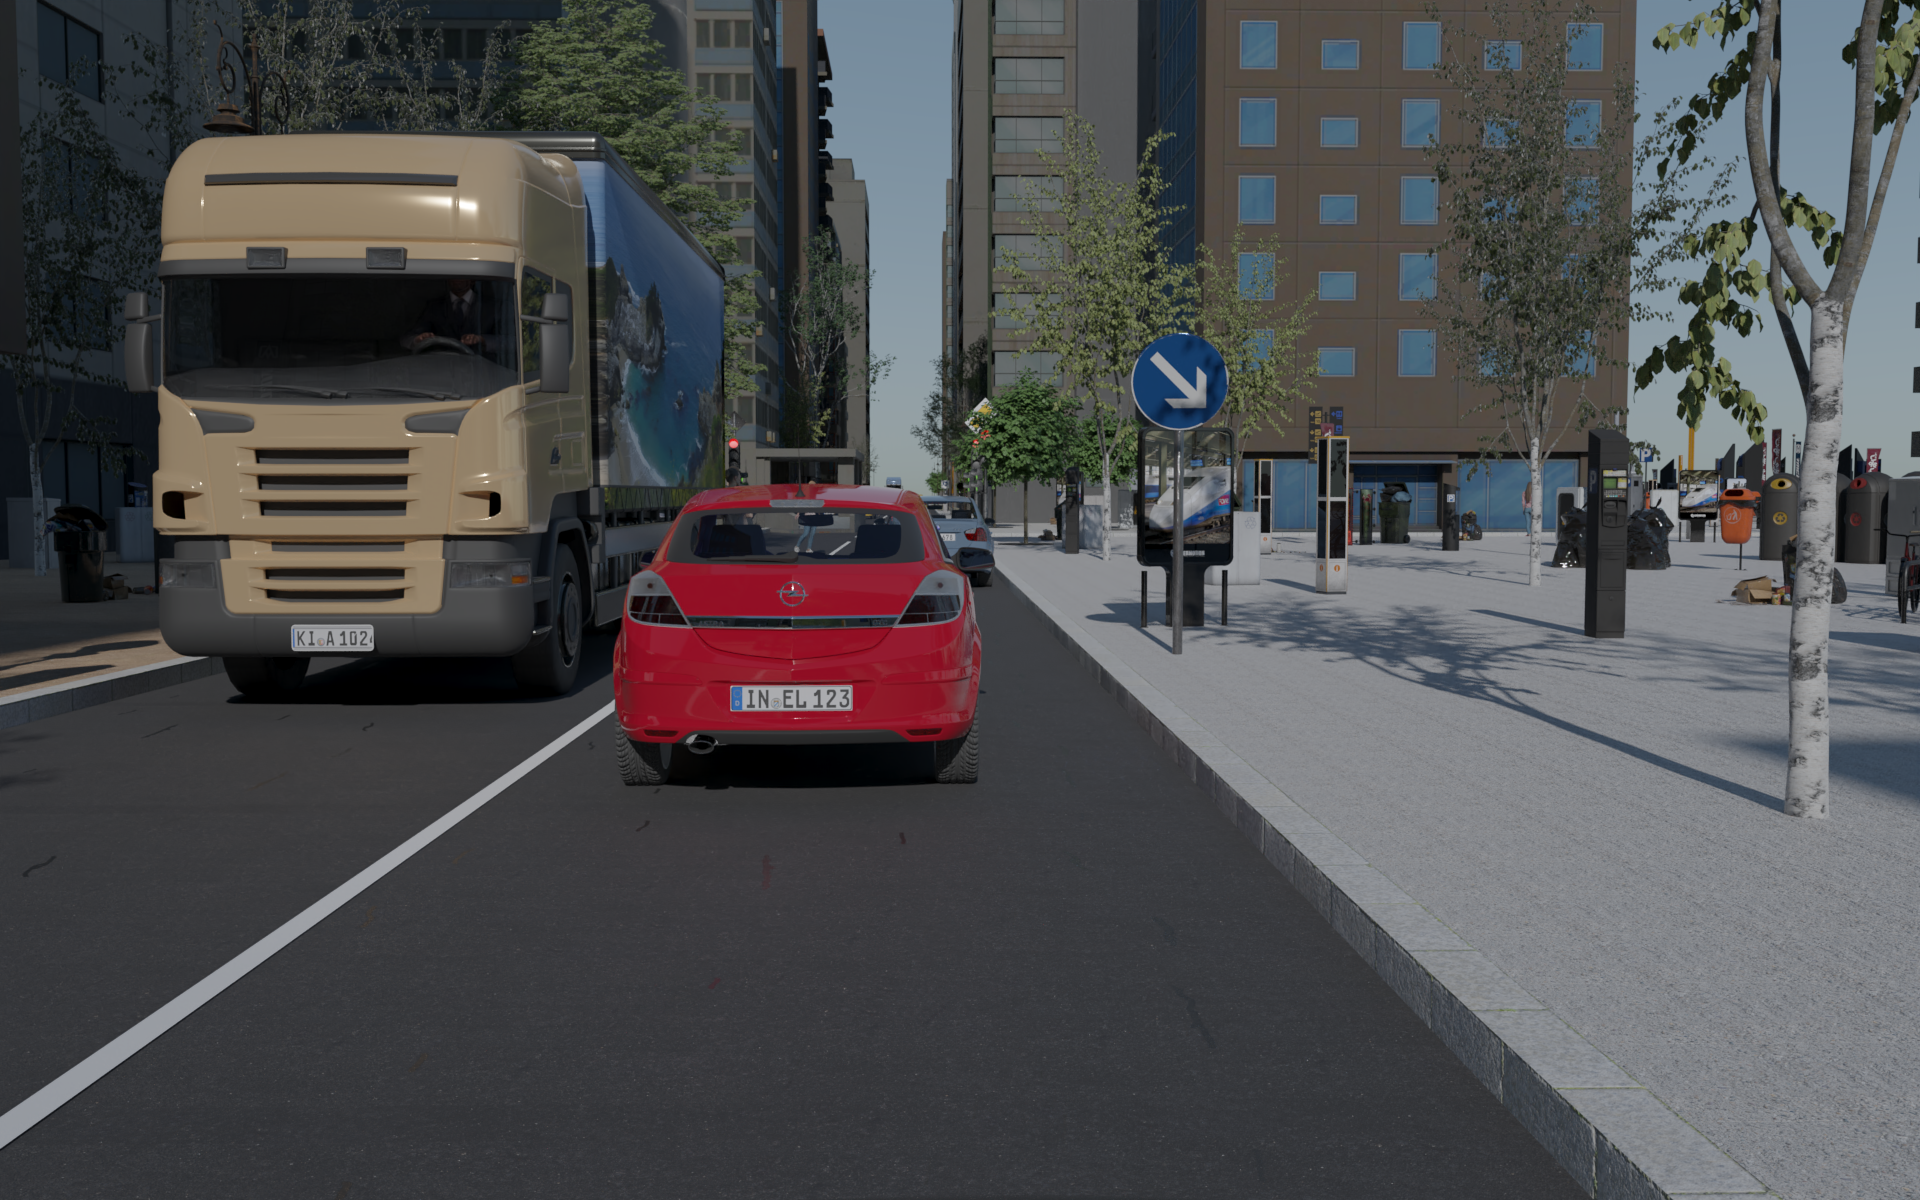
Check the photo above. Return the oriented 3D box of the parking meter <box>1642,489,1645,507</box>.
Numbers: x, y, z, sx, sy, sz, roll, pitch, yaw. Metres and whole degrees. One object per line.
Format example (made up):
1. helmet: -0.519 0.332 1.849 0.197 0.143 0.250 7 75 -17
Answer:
1. parking meter: 33.912 -4.762 86.271 0.372 1.533 0.369 0 3 0

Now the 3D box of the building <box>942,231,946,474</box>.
1. building: 4.001 -38.874 285.691 14.600 45.320 14.200 0 4 -1

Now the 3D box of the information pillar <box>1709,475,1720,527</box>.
1. information pillar: 29.190 -3.825 67.034 0.304 2.012 0.304 1 4 11

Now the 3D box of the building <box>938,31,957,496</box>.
1. building: 6.887 -50.724 267.594 20.563 71.187 20.611 0 4 -1

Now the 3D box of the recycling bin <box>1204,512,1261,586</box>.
1. recycling bin: 3.814 -0.740 24.652 0.722 1.027 0.722 -1 4 -14

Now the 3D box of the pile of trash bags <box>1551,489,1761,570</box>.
1. pile of trash bags: 11.950 -1.233 29.912 3.447 1.369 1.912 3 5 42

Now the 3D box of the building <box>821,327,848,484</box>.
1. building: -26.725 -21.149 190.825 27.650 21.520 28.899 0 4 -1

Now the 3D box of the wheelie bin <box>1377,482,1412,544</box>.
1. wheelie bin: 11.268 -2.260 44.866 0.693 1.594 0.980 -3 5 -43

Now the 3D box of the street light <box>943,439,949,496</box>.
1. street light: -0.896 -9.822 133.377 0.468 5.910 1.993 0 4 -1

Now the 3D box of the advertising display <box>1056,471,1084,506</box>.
1. advertising display: 3.098 -2.665 48.793 0.123 1.923 0.974 -3 5 -43

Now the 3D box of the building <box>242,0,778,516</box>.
1. building: -20.196 -23.112 69.764 32.217 40.220 23.993 0 4 -1

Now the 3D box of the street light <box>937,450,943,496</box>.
1. street light: -1.719 -11.911 167.535 0.468 5.910 1.993 0 4 -1

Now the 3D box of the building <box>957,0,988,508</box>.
1. building: 10.657 -32.065 147.957 21.300 48.544 21.600 0 4 -1

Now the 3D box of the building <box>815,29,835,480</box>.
1. building: -23.128 -30.993 161.364 22.147 44.769 28.867 0 4 -1

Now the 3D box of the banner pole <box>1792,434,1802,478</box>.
1. banner pole: 34.827 -5.026 72.195 0.863 3.779 0.401 -3 4 -37

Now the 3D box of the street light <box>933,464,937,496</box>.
1. street light: -2.677 -14.468 209.336 0.468 5.910 1.993 0 4 -1

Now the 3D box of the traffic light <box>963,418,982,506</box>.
1. traffic light: 0.531 -4.261 58.595 0.839 4.253 0.868 0 4 -1

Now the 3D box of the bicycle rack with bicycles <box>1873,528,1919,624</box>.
1. bicycle rack with bicycles: 10.382 -0.233 17.192 2.852 0.926 2.925 3 5 41

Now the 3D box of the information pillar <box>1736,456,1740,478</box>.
1. information pillar: 47.468 -6.993 105.697 0.183 3.616 0.504 0 4 2

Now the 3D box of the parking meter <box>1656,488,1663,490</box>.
1. parking meter: 29.327 -3.940 72.836 0.372 1.533 0.369 0 3 0

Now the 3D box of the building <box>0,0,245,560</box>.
1. building: -28.998 -36.560 36.011 20.611 71.187 20.563 0 4 -1

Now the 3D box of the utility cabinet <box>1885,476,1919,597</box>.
1. utility cabinet: 11.799 -0.769 21.256 0.318 1.500 1.173 0 4 3

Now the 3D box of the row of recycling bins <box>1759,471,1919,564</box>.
1. row of recycling bins: 16.602 -1.545 32.372 1.069 1.692 3.534 -2 4 -29

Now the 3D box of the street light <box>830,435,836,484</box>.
1. street light: -9.950 -9.991 136.136 0.468 5.910 1.993 0 4 -1

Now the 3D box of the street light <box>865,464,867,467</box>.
1. street light: -11.853 -15.030 218.534 0.468 5.910 1.993 0 4 -1

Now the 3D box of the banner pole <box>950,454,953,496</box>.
1. banner pole: -0.520 -7.237 108.347 0.401 3.779 0.863 0 4 6

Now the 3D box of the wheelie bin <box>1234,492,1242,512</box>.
1. wheelie bin: 4.127 -1.232 28.045 0.693 1.594 0.980 -1 4 -21

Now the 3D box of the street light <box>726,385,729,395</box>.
1. street light: -8.010 -5.251 58.642 0.468 5.910 1.993 0 4 -1

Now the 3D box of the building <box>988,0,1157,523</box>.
1. building: 8.259 -24.350 81.709 14.154 41.232 14.086 0 4 -1

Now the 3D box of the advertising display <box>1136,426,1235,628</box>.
1. advertising display: 2.177 -0.704 16.718 0.974 1.923 0.123 -1 4 -17

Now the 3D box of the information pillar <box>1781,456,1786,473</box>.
1. information pillar: 51.281 -7.143 108.135 0.183 3.616 0.504 -3 4 -39

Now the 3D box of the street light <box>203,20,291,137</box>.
1. street light: -7.083 -2.738 17.560 0.468 5.910 1.993 0 4 -1

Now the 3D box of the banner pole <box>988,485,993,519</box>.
1. banner pole: 1.267 -4.966 71.207 0.401 3.779 0.863 -1 4 -16

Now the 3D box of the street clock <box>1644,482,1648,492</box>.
1. street clock: 39.687 -5.851 100.226 0.358 2.002 0.471 1 4 9

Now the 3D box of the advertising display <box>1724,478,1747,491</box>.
1. advertising display: 30.727 -3.879 68.635 0.974 1.923 0.123 -1 4 -16

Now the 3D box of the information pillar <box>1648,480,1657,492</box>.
1. information pillar: 35.628 -5.177 89.138 0.304 2.012 0.304 -2 4 -26

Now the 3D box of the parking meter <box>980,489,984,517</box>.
1. parking meter: 1.262 -5.048 90.946 0.372 1.533 0.369 0 3 0

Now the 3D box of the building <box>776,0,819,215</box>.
1. building: -18.728 -29.954 139.856 14.600 45.320 14.200 0 4 -1

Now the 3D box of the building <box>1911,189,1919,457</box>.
1. building: 52.382 -27.286 69.835 21.600 48.544 21.300 0 4 -1

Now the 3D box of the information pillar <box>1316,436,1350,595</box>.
1. information pillar: 4.766 -1.081 22.173 0.304 2.012 0.304 -1 4 -17

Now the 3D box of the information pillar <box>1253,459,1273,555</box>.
1. information pillar: 6.400 -1.964 36.608 0.304 2.012 0.304 -1 4 -13

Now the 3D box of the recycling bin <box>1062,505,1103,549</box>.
1. recycling bin: 2.887 -1.730 40.843 0.722 1.027 0.722 3 5 40

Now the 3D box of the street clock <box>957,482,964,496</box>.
1. street clock: 0.040 -6.237 106.552 0.471 2.002 0.358 0 4 6

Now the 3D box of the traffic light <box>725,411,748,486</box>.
1. traffic light: -7.577 -4.248 58.383 0.839 4.253 0.868 0 4 -1

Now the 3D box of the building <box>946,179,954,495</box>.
1. building: 5.156 -33.230 226.905 14.154 41.232 14.086 0 4 -1

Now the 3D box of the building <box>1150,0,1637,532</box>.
1. building: 14.982 -25.273 63.318 14.200 45.320 14.600 0 4 -1

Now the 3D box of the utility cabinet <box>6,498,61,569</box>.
1. utility cabinet: -16.048 -1.155 30.049 1.020 1.237 0.306 2 4 25

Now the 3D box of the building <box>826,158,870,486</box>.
1. building: -24.139 -38.470 252.679 21.300 48.544 21.600 0 4 -1

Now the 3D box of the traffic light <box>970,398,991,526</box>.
1. traffic light: 0.725 -3.773 50.612 0.839 4.253 0.868 0 4 -1

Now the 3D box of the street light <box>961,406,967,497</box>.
1. street light: 0.245 -7.225 90.909 0.468 5.910 1.993 0 4 -1

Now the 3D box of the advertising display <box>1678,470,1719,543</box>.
1. advertising display: 19.580 -2.491 45.940 0.974 1.923 0.123 1 4 18

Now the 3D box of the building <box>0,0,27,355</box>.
1. building: -16.240 -21.962 9.194 14.600 45.320 14.200 0 4 -1

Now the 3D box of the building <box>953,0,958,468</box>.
1. building: 9.775 -39.862 193.749 21.231 58.520 28.212 0 4 -1

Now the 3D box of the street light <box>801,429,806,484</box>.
1. street light: -9.082 -7.807 100.429 0.468 5.910 1.993 0 4 -1

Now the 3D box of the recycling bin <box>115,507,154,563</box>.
1. recycling bin: -15.486 -1.229 32.655 0.722 1.027 0.722 -2 4 -32

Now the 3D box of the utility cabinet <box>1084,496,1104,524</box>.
1. utility cabinet: 5.668 -3.826 73.721 1.020 1.237 0.306 0 4 4

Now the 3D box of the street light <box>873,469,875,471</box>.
1. street light: -12.936 -17.583 260.267 0.468 5.910 1.993 0 4 -1

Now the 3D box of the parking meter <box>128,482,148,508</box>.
1. parking meter: -17.207 -1.705 36.280 0.372 1.533 0.369 0 3 0

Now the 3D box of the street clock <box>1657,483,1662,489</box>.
1. street clock: 44.631 -6.496 110.772 0.358 2.002 0.471 -3 5 -44

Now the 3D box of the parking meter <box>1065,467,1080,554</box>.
1. parking meter: 2.410 -1.920 37.099 0.255 1.863 0.399 1 4 12
